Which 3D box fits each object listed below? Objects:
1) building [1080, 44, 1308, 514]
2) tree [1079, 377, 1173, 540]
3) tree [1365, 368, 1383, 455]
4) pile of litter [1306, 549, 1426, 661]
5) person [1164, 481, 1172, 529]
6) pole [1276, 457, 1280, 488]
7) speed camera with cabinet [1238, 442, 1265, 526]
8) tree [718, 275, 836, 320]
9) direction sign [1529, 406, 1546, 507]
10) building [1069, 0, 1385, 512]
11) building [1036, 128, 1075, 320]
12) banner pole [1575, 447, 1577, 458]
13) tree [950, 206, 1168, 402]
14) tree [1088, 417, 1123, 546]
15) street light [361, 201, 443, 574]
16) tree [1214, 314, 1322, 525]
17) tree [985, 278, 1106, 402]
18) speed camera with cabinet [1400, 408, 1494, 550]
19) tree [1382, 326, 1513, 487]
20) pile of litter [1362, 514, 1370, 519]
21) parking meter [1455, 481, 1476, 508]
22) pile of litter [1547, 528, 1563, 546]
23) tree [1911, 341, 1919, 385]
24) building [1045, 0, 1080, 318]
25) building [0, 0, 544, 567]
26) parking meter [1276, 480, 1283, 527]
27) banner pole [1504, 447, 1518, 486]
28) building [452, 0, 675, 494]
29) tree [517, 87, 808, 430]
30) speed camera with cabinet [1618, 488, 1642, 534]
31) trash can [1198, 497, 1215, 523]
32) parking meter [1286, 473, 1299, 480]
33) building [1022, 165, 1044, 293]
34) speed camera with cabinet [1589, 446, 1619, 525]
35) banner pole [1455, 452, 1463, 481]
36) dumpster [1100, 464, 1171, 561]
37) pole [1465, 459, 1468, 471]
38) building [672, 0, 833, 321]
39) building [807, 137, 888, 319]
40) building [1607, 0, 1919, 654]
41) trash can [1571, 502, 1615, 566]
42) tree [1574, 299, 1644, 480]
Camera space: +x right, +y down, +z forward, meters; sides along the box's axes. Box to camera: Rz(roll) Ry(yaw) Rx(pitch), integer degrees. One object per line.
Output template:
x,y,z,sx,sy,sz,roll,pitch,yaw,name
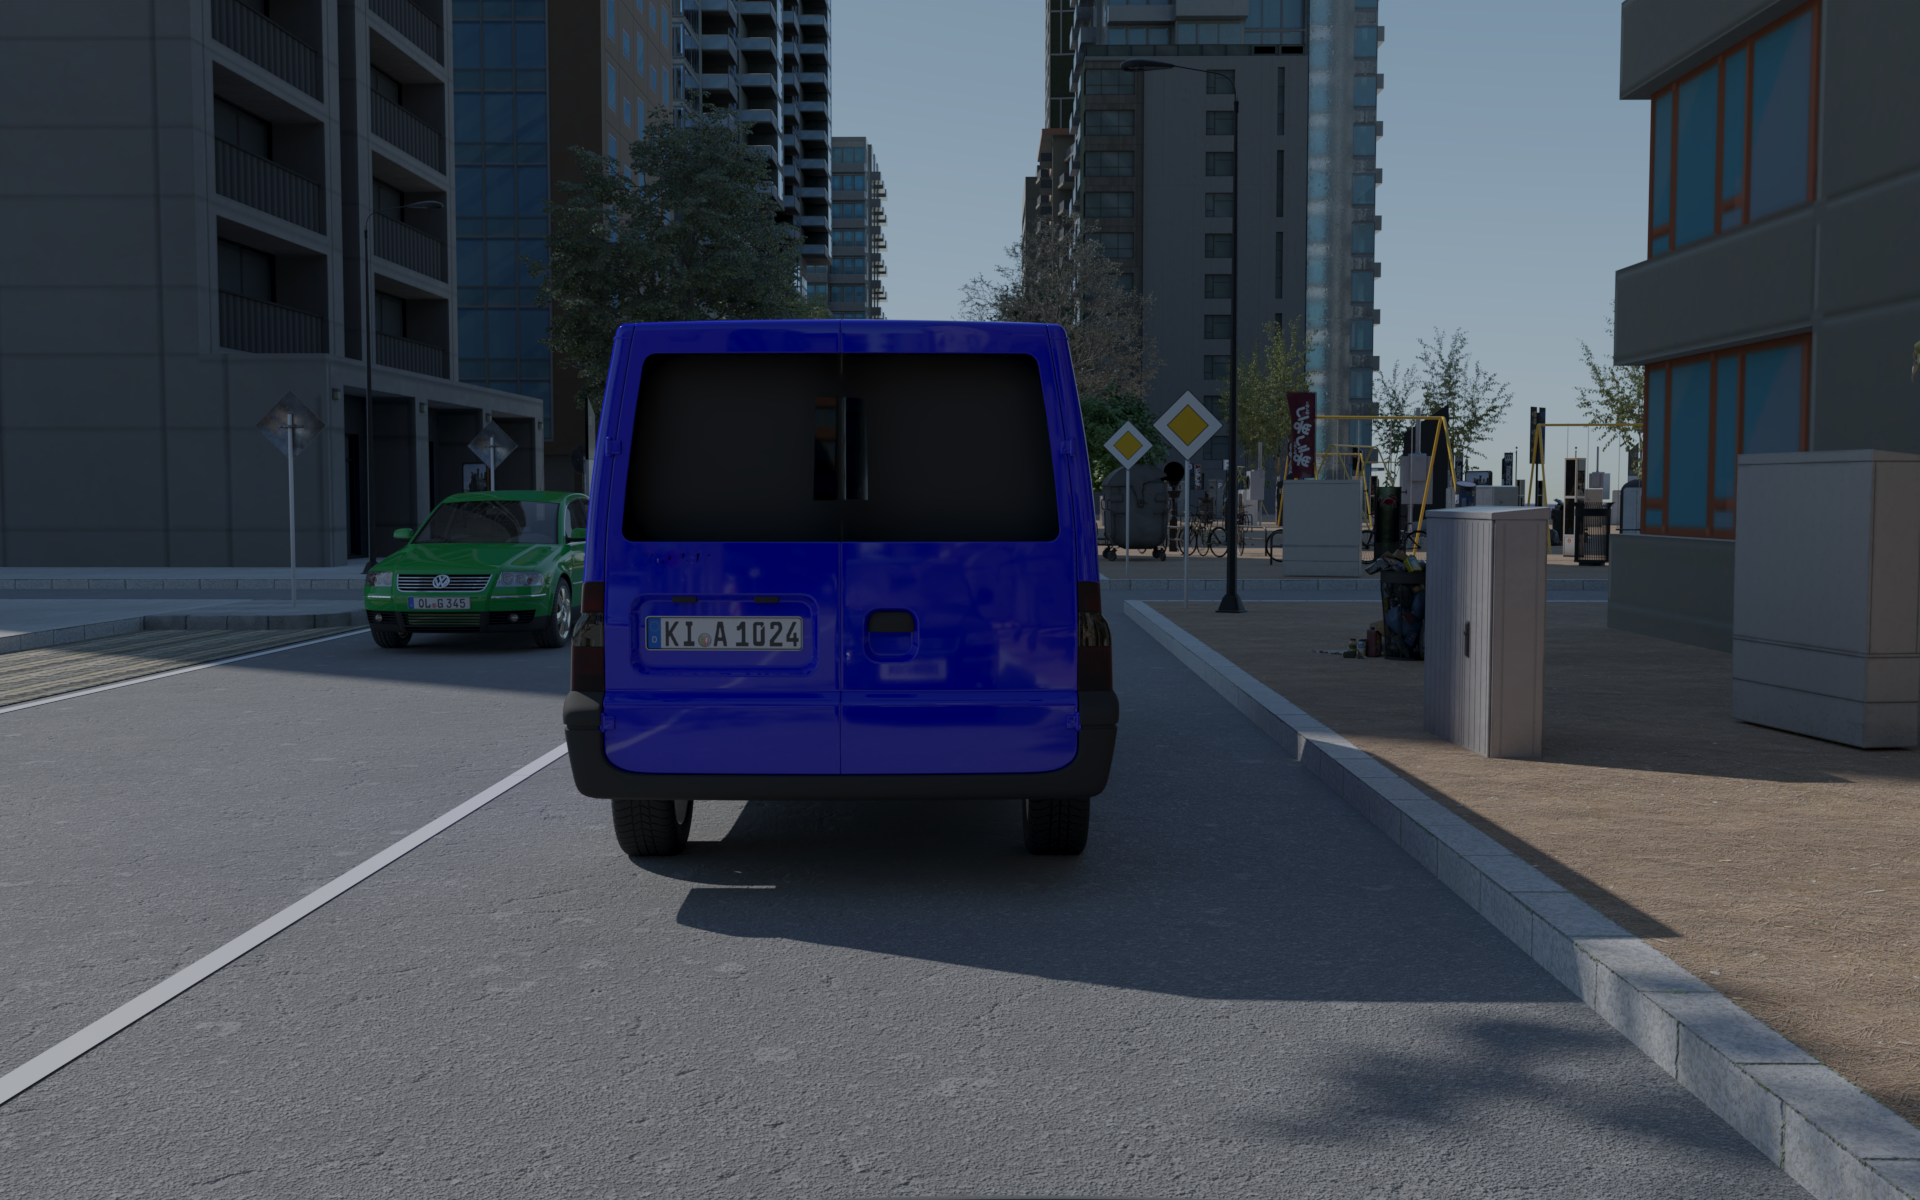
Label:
14.880,-21.011,115.228,14.160,30.474,14.107,0,4,1,building
4.258,-3.985,48.861,4.285,4.588,4.351,0,3,0,tree
24.189,-8.896,95.818,4.737,8.622,4.395,0,3,0,tree
3.610,0.020,13.641,1.176,0.858,1.719,-2,4,-31,pile of litter
7.554,-3.515,63.615,0.635,1.810,0.391,0,4,-1,person
17.458,-6.192,95.074,0.158,3.312,0.155,0,3,0,pole
11.222,-4.432,66.799,0.660,3.252,2.038,0,4,-3,speed camera with cabinet
-9.564,-10.314,86.763,7.486,12.596,7.792,0,3,0,tree
15.023,-3.248,45.105,0.379,3.537,0.876,3,5,42,direction sign
20.184,-31.678,137.547,23.786,49.044,30.456,0,4,1,building
20.200,-33.652,204.833,22.147,44.769,28.867,0,4,1,building
32.438,-6.192,91.264,0.401,3.779,0.863,1,4,16,banner pole
3.950,-10.031,74.379,12.009,13.543,11.850,0,3,0,tree
3.639,-2.986,43.415,1.663,3.219,1.824,0,3,0,tree
-8.887,-3.369,27.620,1.470,5.913,1.316,0,4,1,street light
12.980,-7.397,71.311,4.737,8.622,4.395,0,3,0,tree
3.990,-10.644,91.042,9.611,12.733,9.660,0,3,0,tree
11.194,-2.783,39.844,2.038,3.252,0.660,0,4,6,speed camera with cabinet
21.679,-7.664,75.666,4.737,8.622,4.395,0,3,0,tree
20.943,-4.527,87.982,1.176,0.858,1.719,3,4,37,pile of litter
9.471,-1.471,32.468,0.372,1.533,0.369,0,3,0,parking meter
14.485,-1.797,43.352,1.176,0.858,1.719,-3,4,-38,pile of litter
3.804,-3.360,5.296,4.360,8.622,3.978,0,3,0,tree
19.533,-48.347,228.731,20.563,71.187,20.611,0,4,1,building
-21.071,-36.716,38.554,20.563,71.187,20.611,0,4,1,building
12.694,-3.829,68.323,0.399,1.863,0.255,2,4,26,parking meter
29.097,-6.201,91.396,0.863,3.779,0.401,2,4,25,banner pole
-19.435,-25.545,67.776,14.600,45.320,14.200,0,4,1,building
-9.361,-9.138,56.056,9.857,13.997,8.962,0,3,0,tree
18.562,-3.141,45.687,2.038,3.252,0.660,-1,4,-15,speed camera with cabinet
10.789,-3.931,75.922,0.748,1.137,0.748,0,3,0,trash can
9.145,-2.563,47.620,0.255,1.863,0.399,-1,4,-10,parking meter
19.808,-38.337,250.504,21.300,48.544,21.600,0,4,1,building
27.040,-4.720,71.511,0.660,3.252,2.038,-3,5,-40,speed camera with cabinet
26.038,-6.175,90.973,0.863,3.779,0.401,3,4,38,banner pole
3.423,-1.710,33.713,1.264,1.857,1.865,0,4,1,dumpster
29.394,-6.525,100.529,0.158,3.312,0.155,0,3,0,pole
-21.209,-51.066,147.608,22.319,86.520,31.000,0,4,1,building
-21.245,-37.530,233.219,23.786,49.044,30.456,0,4,1,building
19.862,-9.565,1.423,27.650,21.520,28.899,0,4,1,building
11.325,-1.184,31.013,0.748,1.137,0.748,0,3,0,trash can
24.854,-6.926,63.604,4.737,8.622,4.395,0,3,0,tree
